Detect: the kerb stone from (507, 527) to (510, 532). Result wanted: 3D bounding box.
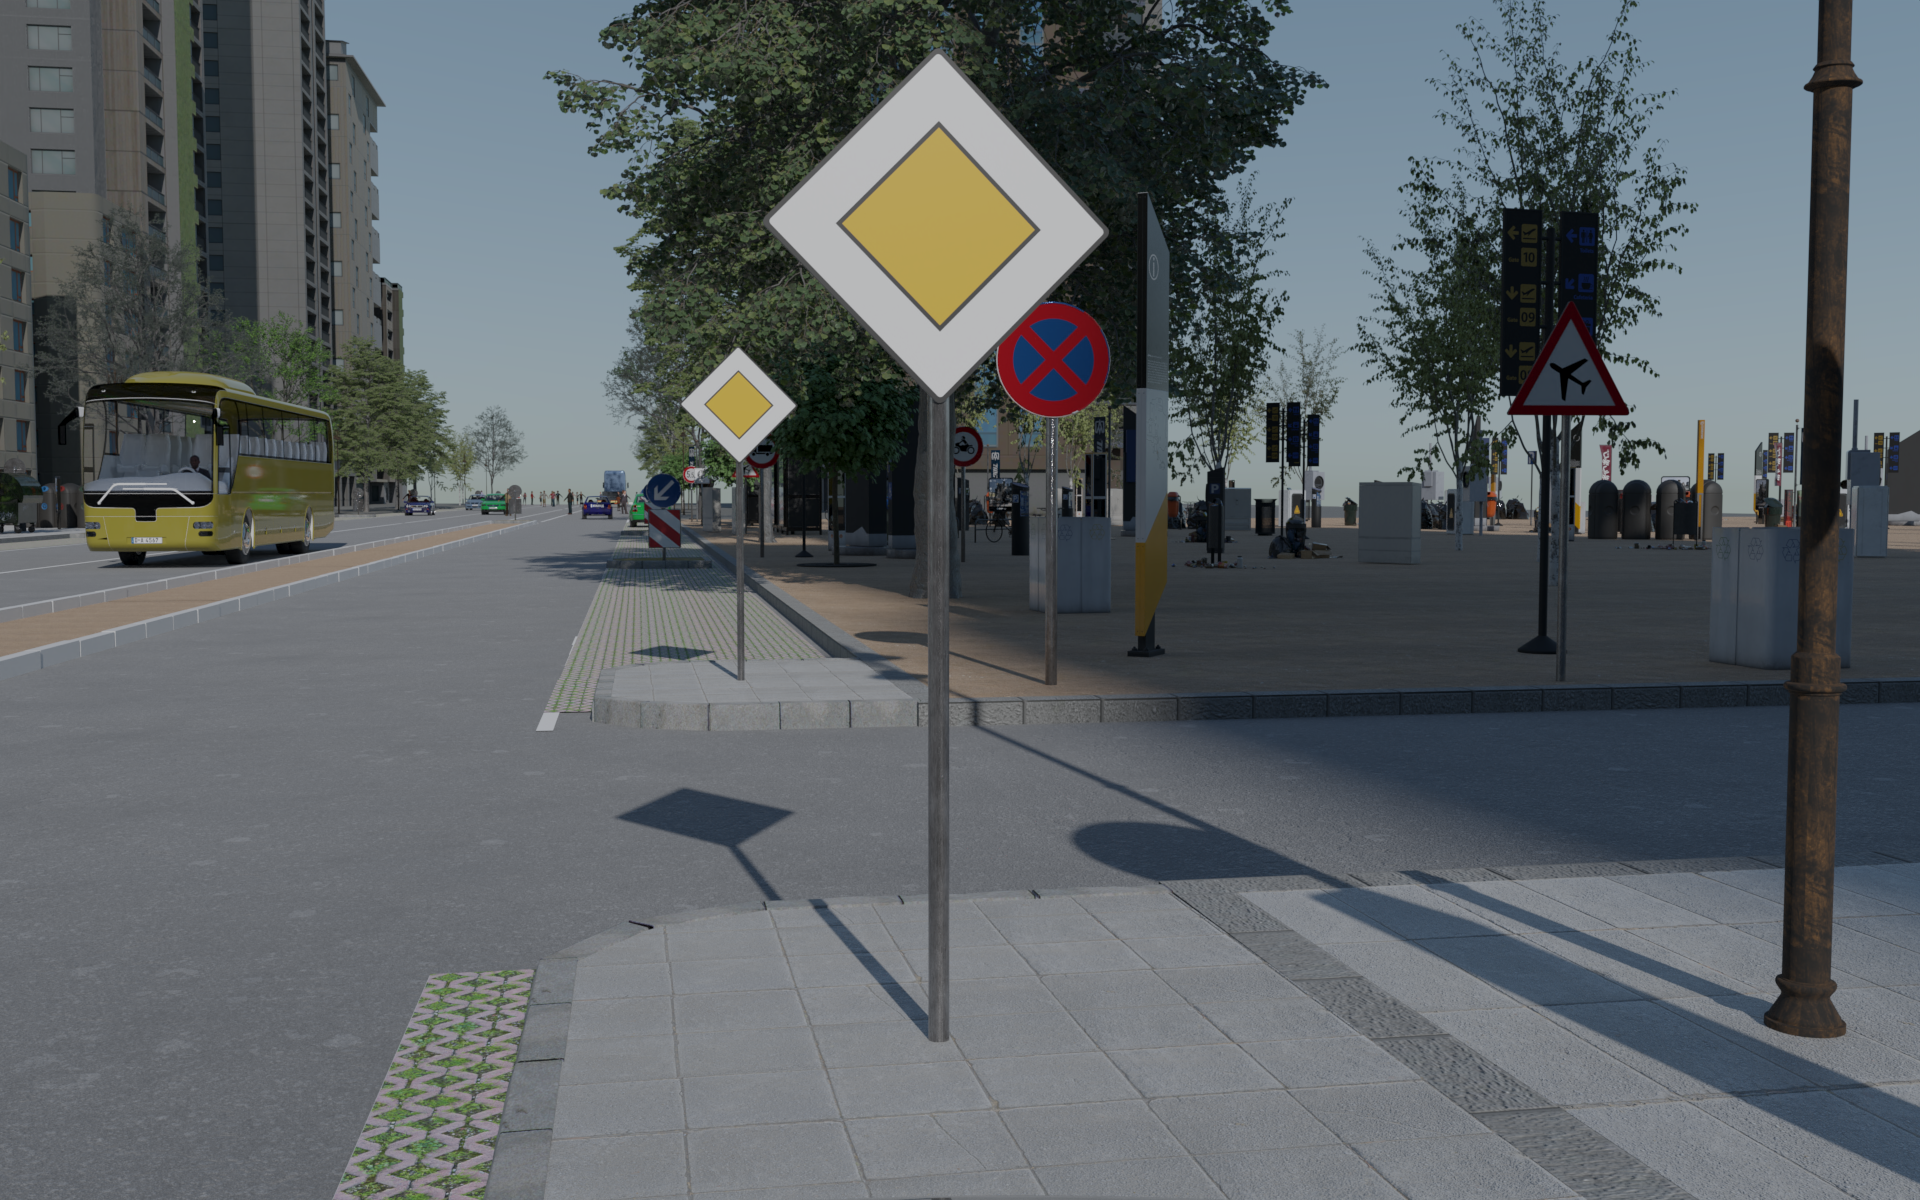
[{"bbox_3d":[-16.854,-2.561,64.065,0.120,0.150,1.000,-1,4,-10],"label":"kerb stone"}]

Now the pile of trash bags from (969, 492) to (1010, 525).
[{"bbox_3d":[1.222,-3.907,73.638,1.912,1.369,3.447,0,4,3],"label":"pile of trash bags"}]

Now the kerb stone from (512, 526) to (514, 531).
[{"bbox_3d":[-17.228,-2.681,66.081,0.120,0.150,1.000,-1,4,-10],"label":"kerb stone"}]

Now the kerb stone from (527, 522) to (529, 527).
[{"bbox_3d":[-18.912,-3.239,75.154,0.120,0.150,1.000,-1,4,-10],"label":"kerb stone"}]

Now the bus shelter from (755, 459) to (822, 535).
[{"bbox_3d":[-5.426,-4.930,58.234,2.179,5.291,8.768,-1,4,-11],"label":"bus shelter"}]

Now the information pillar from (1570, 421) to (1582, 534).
[{"bbox_3d":[19.585,-3.907,55.227,0.183,3.616,0.504,-3,5,-45],"label":"information pillar"}]

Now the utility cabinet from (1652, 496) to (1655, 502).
[{"bbox_3d":[29.631,-3.874,74.499,0.306,1.237,1.020,2,4,29],"label":"utility cabinet"}]

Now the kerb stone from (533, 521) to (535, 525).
[{"bbox_3d":[-19.660,-3.486,79.185,0.120,0.150,1.000,-1,4,-10],"label":"kerb stone"}]

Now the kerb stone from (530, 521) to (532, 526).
[{"bbox_3d":[-19.283,-3.362,77.173,0.120,0.150,1.000,-1,4,-10],"label":"kerb stone"}]

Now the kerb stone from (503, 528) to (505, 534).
[{"bbox_3d":[-16.478,-2.438,62.051,0.120,0.150,1.000,-1,4,-10],"label":"kerb stone"}]

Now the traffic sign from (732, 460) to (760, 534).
[{"bbox_3d":[-6.812,-3.366,55.045,0.884,2.594,0.081,0,4,-6],"label":"traffic sign"}]

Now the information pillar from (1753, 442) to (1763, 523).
[{"bbox_3d":[35.788,-5.280,77.676,0.504,3.616,0.183,-2,4,-35],"label":"information pillar"}]

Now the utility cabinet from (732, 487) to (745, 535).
[{"bbox_3d":[-6.911,-2.778,54.095,0.318,1.500,1.173,-1,4,-13],"label":"utility cabinet"}]

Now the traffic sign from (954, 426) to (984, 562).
[{"bbox_3d":[0.061,-1.984,32.552,0.768,2.556,0.104,0,4,-4],"label":"traffic sign"}]

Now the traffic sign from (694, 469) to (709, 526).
[{"bbox_3d":[-10.232,-4.071,68.695,0.606,2.300,0.079,0,4,-5],"label":"traffic sign"}]

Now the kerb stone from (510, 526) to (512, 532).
[{"bbox_3d":[-17.041,-2.617,65.077,0.120,0.150,1.000,-1,4,-10],"label":"kerb stone"}]

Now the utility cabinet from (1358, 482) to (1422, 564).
[{"bbox_3d":[7.908,-1.418,31.863,0.318,1.500,1.173,-3,5,-40],"label":"utility cabinet"}]

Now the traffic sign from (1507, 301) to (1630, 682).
[{"bbox_3d":[4.118,-0.721,11.799,0.884,2.594,0.081,-1,4,-9],"label":"traffic sign"}]

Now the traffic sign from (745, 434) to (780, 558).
[{"bbox_3d":[-4.000,-2.132,34.966,0.768,2.556,0.104,-1,4,-9],"label":"traffic sign"}]

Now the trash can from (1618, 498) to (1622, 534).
[{"bbox_3d":[21.486,-2.696,55.739,0.748,1.137,0.748,0,3,0],"label":"trash can"}]

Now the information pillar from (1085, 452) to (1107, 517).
[{"bbox_3d":[2.410,-1.606,30.745,0.304,2.012,0.304,-1,4,-22],"label":"information pillar"}]

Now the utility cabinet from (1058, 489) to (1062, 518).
[{"bbox_3d":[3.826,-3.648,68.324,0.318,1.500,1.173,-1,4,-13],"label":"utility cabinet"}]

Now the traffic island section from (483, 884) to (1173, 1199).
[{"bbox_3d":[-0.031,1.113,4.091,2.009,0.180,2.903,-1,4,-10],"label":"traffic island section"}]

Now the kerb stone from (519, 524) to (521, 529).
[{"bbox_3d":[-17.980,-2.929,70.115,0.120,0.150,1.000,-1,4,-10],"label":"kerb stone"}]

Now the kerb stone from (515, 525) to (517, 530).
[{"bbox_3d":[-17.604,-2.807,68.097,0.120,0.150,1.000,-1,4,-10],"label":"kerb stone"}]

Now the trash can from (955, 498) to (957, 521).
[{"bbox_3d":[-0.315,-3.440,67.893,0.748,1.137,0.748,0,3,0],"label":"trash can"}]

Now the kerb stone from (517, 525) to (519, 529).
[{"bbox_3d":[-17.790,-2.869,69.107,0.120,0.150,1.000,-1,4,-10],"label":"kerb stone"}]

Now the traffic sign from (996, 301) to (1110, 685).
[{"bbox_3d":[0.613,-0.701,11.568,0.768,2.556,0.104,0,4,-7],"label":"traffic sign"}]

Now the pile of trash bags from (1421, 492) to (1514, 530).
[{"bbox_3d":[18.012,-3.264,63.125,1.912,1.369,3.447,-3,5,-43],"label":"pile of trash bags"}]

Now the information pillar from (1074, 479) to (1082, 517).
[{"bbox_3d":[5.601,-4.738,81.964,0.304,2.012,0.304,-1,4,-14],"label":"information pillar"}]

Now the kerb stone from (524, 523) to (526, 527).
[{"bbox_3d":[-18.542,-3.115,73.142,0.120,0.150,1.000,-1,4,-10],"label":"kerb stone"}]

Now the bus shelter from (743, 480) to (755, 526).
[{"bbox_3d":[-8.501,-5.836,73.043,2.179,5.291,8.768,-1,4,-11],"label":"bus shelter"}]

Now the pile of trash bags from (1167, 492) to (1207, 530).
[{"bbox_3d":[8.208,-3.289,63.522,1.912,1.369,3.447,1,4,22],"label":"pile of trash bags"}]

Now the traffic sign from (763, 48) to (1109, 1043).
[{"bbox_3d":[-0.053,-0.022,4.009,0.795,2.450,0.064,-1,4,-10],"label":"traffic sign"}]

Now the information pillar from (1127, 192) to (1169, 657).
[{"bbox_3d":[1.521,-1.369,13.744,0.183,3.616,0.504,2,4,28],"label":"information pillar"}]

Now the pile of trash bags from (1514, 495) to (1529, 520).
[{"bbox_3d":[28.351,-4.769,87.719,3.447,1.369,1.912,1,4,13],"label":"pile of trash bags"}]

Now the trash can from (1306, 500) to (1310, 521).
[{"bbox_3d":[16.129,-4.262,81.330,0.748,1.137,0.748,0,3,0],"label":"trash can"}]

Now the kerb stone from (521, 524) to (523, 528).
[{"bbox_3d":[-18.161,-2.992,71.121,0.120,0.150,1.000,-1,4,-10],"label":"kerb stone"}]

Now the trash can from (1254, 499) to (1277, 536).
[{"bbox_3d":[9.403,-2.550,53.348,0.748,1.137,0.748,0,3,0],"label":"trash can"}]

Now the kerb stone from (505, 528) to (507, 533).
[{"bbox_3d":[-16.673,-2.499,63.059,0.120,0.150,1.000,-1,4,-10],"label":"kerb stone"}]

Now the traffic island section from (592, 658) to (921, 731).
[{"bbox_3d":[-1.488,0.632,11.942,2.009,0.180,2.903,-1,4,-10],"label":"traffic island section"}]

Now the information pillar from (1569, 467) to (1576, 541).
[{"bbox_3d":[16.471,-2.597,46.949,0.304,2.012,0.304,0,4,-7],"label":"information pillar"}]

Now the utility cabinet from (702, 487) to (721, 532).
[{"bbox_3d":[-8.364,-3.042,58.417,0.318,1.500,1.173,-2,4,-25],"label":"utility cabinet"}]

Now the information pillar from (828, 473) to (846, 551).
[{"bbox_3d":[-2.769,-2.110,38.986,0.304,2.012,0.304,-3,5,-41],"label":"information pillar"}]

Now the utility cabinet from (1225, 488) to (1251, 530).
[{"bbox_3d":[9.590,-3.177,60.617,1.173,1.500,0.318,0,4,6],"label":"utility cabinet"}]

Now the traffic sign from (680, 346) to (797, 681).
[{"bbox_3d":[-1.510,-0.503,11.861,0.795,2.450,0.064,-1,4,-10],"label":"traffic sign"}]

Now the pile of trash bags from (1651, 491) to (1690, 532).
[{"bbox_3d":[23.501,-3.004,58.863,1.912,1.369,3.447,-2,4,-31],"label":"pile of trash bags"}]

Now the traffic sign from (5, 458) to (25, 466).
[{"bbox_3d":[-33.442,-3.742,61.288,0.768,2.556,0.104,0,4,-1],"label":"traffic sign"}]

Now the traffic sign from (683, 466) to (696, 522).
[{"bbox_3d":[-12.260,-4.833,79.127,0.768,2.556,0.104,0,4,-6],"label":"traffic sign"}]

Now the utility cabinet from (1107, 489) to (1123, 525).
[{"bbox_3d":[6.262,-3.785,70.563,0.318,1.500,1.173,2,4,30],"label":"utility cabinet"}]
